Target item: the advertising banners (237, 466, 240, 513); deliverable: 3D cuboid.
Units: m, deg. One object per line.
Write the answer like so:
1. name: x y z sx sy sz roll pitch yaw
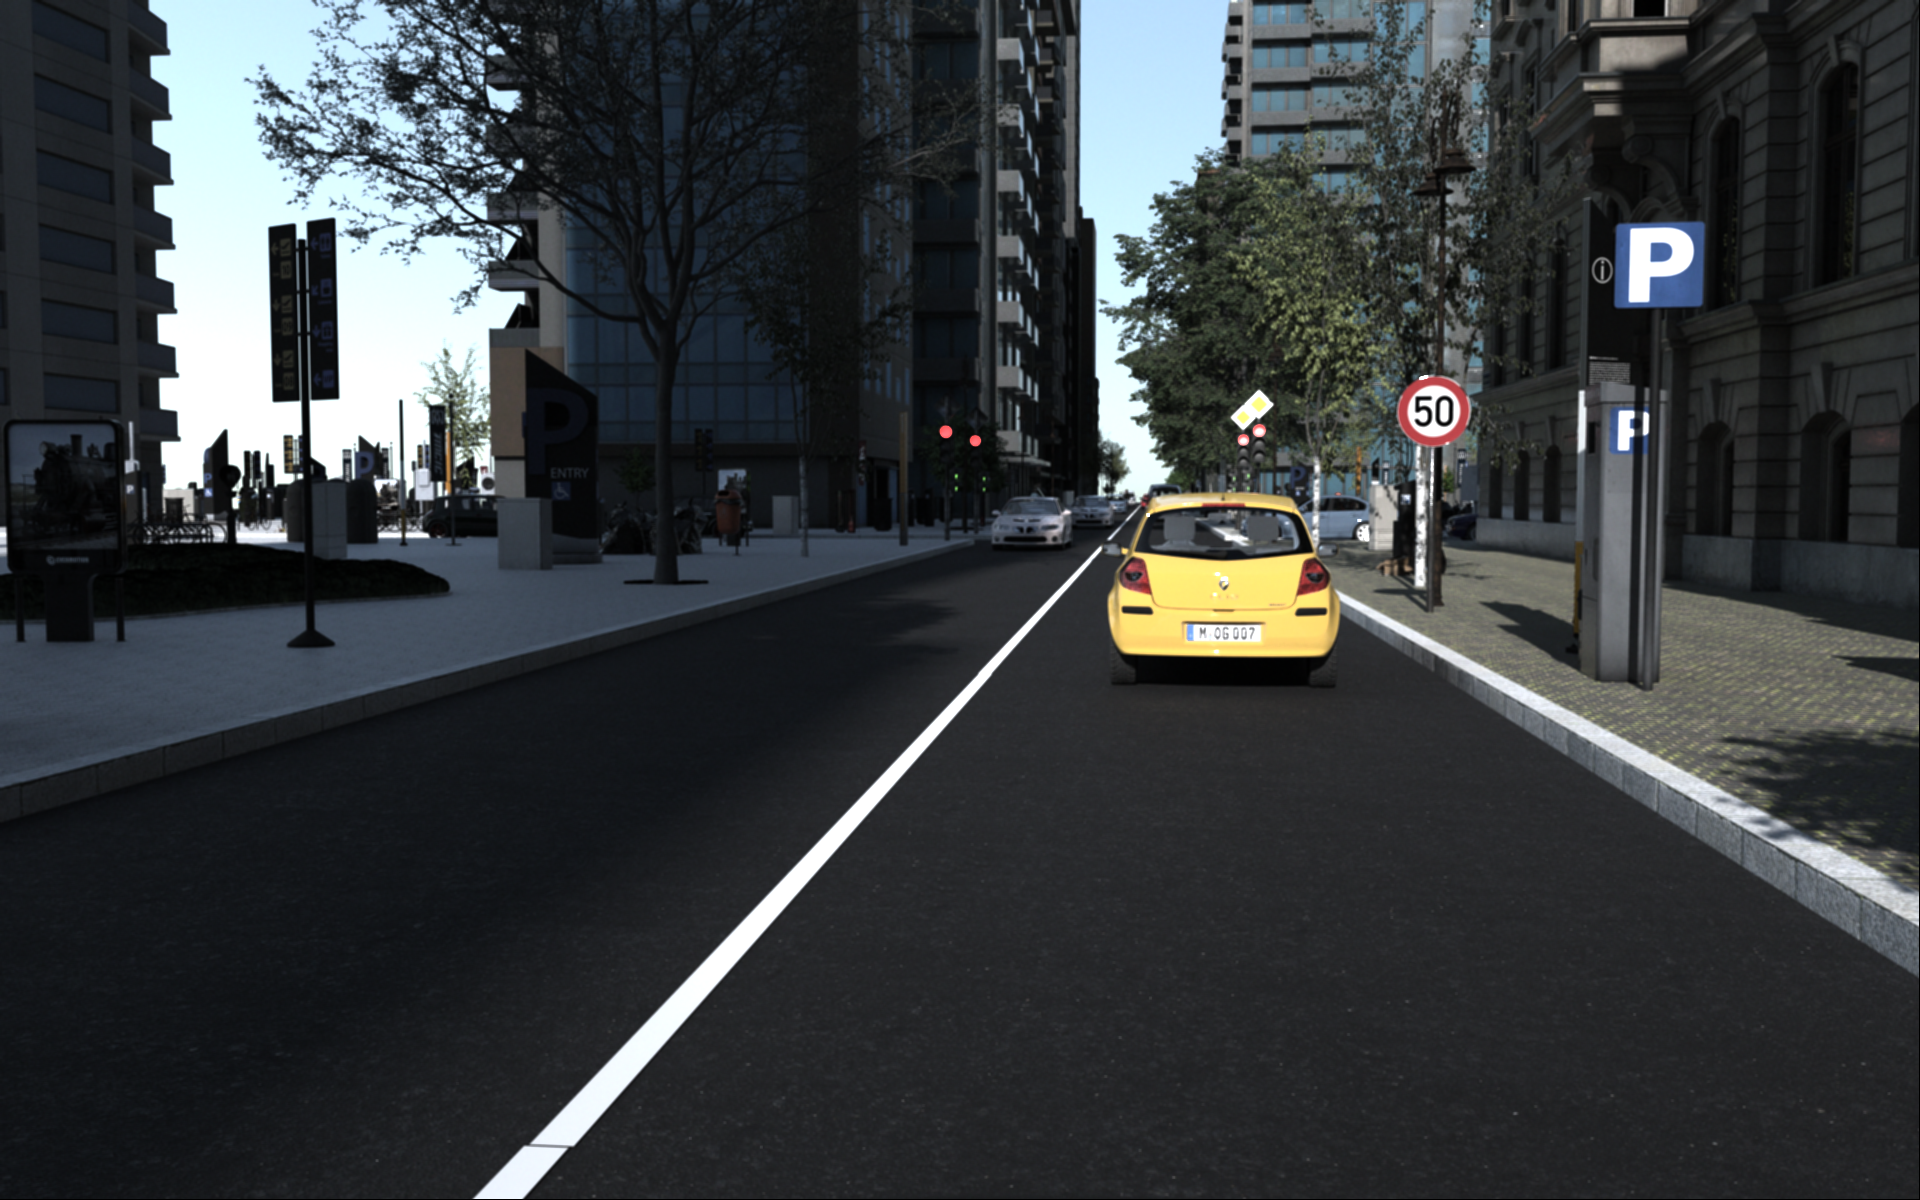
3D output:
1. advertising banners: -45.038 -6.855 108.264 0.090 3.025 2.074 -1 4 -15

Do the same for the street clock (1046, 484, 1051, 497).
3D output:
1. street clock: 6.321 -7.268 123.409 0.358 2.002 0.471 1 4 16

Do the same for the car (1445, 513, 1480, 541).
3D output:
1. car: 15.964 -2.267 49.640 3.894 1.354 1.945 1 4 8

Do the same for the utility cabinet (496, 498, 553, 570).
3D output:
1. utility cabinet: -7.414 -1.123 29.530 1.020 1.237 0.306 2 4 31

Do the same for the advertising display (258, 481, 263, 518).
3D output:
1. advertising display: -34.996 -4.982 86.674 0.123 1.923 0.974 -1 4 -19

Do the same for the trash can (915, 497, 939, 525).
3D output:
1. trash can: -1.526 -3.749 72.951 0.748 1.137 0.748 0 3 0

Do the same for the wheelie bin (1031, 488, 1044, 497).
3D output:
1. wheelie bin: 4.004 -4.982 89.370 0.693 1.594 0.980 0 4 8

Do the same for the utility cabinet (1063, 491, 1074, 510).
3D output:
1. utility cabinet: 7.621 -6.935 122.062 0.318 1.500 1.173 2 4 30

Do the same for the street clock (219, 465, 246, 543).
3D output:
1. street clock: -18.030 -2.340 42.823 0.471 2.002 0.358 0 4 -8

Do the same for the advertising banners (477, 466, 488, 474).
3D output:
1. advertising banners: -28.832 -6.815 107.617 2.074 3.025 0.090 1 4 9

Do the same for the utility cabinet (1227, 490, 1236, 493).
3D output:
1. utility cabinet: 14.268 -4.898 88.762 1.173 1.500 0.318 2 4 34

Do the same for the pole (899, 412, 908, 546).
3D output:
1. pole: -1.401 -3.009 43.044 0.158 3.312 0.155 0 3 0

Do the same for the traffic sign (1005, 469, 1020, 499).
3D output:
1. traffic sign: 2.113 -4.164 70.219 0.606 2.300 0.079 1 4 10

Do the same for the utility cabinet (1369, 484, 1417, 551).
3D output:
1. utility cabinet: 9.802 -1.851 38.942 1.173 1.500 0.318 -1 4 -15

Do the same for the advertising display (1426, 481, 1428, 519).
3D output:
1. advertising display: 23.797 -5.035 87.528 0.974 1.923 0.123 3 5 44

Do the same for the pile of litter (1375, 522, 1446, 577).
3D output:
1. pile of litter: 7.165 -0.839 27.680 1.719 0.858 1.176 -3 5 -45

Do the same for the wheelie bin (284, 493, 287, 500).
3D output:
1. wheelie bin: -28.096 -3.992 73.175 0.980 1.594 0.693 1 4 22

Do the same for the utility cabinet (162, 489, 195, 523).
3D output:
1. utility cabinet: -32.281 -3.847 71.578 1.173 1.500 0.318 -1 4 -15

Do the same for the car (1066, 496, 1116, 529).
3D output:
1. car: 5.521 -3.705 72.931 2.083 1.381 4.827 0 4 7

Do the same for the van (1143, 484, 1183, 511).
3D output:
1. van: 8.782 -4.091 73.907 2.013 2.044 4.112 1 4 8

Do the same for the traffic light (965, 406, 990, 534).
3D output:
1. traffic light: 0.541 -4.076 55.567 0.839 4.253 0.868 0 4 6

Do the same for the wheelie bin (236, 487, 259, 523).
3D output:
1. wheelie bin: -31.827 -4.257 77.503 0.693 1.594 0.980 3 4 38

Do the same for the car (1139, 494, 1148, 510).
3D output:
1. car: 17.635 -9.225 159.873 2.155 1.783 4.494 0 4 7

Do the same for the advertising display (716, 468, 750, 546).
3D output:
1. advertising display: -5.586 -2.293 42.706 0.974 1.923 0.123 2 4 32

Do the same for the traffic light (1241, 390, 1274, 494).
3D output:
1. traffic light: 8.028 -3.536 46.727 0.839 4.253 0.868 0 4 6

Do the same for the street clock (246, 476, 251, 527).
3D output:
1. street clock: -28.042 -3.885 68.087 0.358 2.002 0.471 -2 4 -31

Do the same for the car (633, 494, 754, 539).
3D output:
1. car: -8.483 -2.677 53.550 4.222 1.686 2.009 0 4 8

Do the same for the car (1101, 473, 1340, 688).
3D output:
1. car: 2.148 -0.251 14.320 2.015 1.641 3.980 0 4 8

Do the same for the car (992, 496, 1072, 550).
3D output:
1. car: 1.940 -2.039 45.698 2.083 1.381 4.827 0 4 8

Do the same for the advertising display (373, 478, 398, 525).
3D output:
1. advertising display: -23.732 -4.061 71.603 0.974 1.923 0.123 -2 4 -28

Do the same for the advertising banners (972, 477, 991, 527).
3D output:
1. advertising banners: 0.877 -4.401 68.145 0.090 3.025 2.074 -1 4 -20

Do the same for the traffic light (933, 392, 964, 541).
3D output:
1. traffic light: -0.334 -3.591 47.630 0.839 4.253 0.868 0 4 6

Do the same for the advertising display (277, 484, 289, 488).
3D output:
1. advertising display: -42.716 -6.386 109.622 0.974 1.923 0.123 0 4 -4

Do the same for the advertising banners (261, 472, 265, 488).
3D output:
1. advertising banners: -53.720 -8.454 134.415 2.074 3.025 0.090 3 5 42

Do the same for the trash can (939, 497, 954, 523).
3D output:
1. trash can: -0.634 -4.072 78.228 0.748 1.137 0.748 0 3 0

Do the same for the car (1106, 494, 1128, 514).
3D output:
1. car: 11.196 -6.943 125.526 2.014 1.417 4.499 0 4 8

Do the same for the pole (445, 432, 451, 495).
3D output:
1. pole: -16.808 -3.869 57.098 0.158 3.312 0.155 0 3 0

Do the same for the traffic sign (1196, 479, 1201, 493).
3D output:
1. traffic sign: 16.456 -7.121 118.552 0.606 2.300 0.079 0 4 7

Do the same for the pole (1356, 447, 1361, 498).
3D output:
1. pole: 17.128 -4.932 74.475 0.158 3.312 0.155 0 3 0

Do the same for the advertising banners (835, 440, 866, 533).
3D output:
1. advertising banners: -3.593 -3.722 57.048 0.090 3.025 2.074 -2 4 -32

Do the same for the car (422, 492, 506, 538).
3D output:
1. car: -14.145 -2.607 52.415 4.222 1.686 2.009 0 4 5

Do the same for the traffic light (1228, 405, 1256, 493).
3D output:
1. traffic light: 8.903 -4.021 54.664 0.839 4.253 0.868 0 4 6

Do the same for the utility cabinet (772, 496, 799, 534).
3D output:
1. utility cabinet: -5.595 -2.720 55.637 0.306 1.237 1.020 -3 5 -43

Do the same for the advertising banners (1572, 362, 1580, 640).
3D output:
1. advertising banners: 5.596 -1.189 15.623 0.090 3.025 2.074 1 4 20

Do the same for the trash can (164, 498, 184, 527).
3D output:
1. trash can: -29.793 -3.304 65.678 0.748 1.137 0.748 0 3 0

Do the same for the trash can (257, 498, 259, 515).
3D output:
1. trash can: -42.080 -5.638 103.829 0.748 1.137 0.748 0 3 0

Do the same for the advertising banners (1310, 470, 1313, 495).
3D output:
1. advertising banners: 25.295 -7.808 123.848 0.090 3.025 2.074 0 4 -3

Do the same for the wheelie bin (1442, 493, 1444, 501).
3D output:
1. wheelie bin: 28.467 -5.850 103.555 0.980 1.594 0.693 -2 4 -32

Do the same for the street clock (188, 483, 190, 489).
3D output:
1. street clock: -51.441 -6.801 115.759 0.358 2.002 0.471 -2 4 -26

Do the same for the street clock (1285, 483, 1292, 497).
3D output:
1. street clock: 21.507 -6.668 113.587 0.358 2.002 0.471 3 5 45

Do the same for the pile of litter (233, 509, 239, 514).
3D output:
1. pile of litter: -47.244 -6.079 113.358 1.176 0.858 1.719 0 4 1

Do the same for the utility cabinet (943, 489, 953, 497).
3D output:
1. utility cabinet: -0.559 -4.357 79.919 0.318 1.500 1.173 0 4 8

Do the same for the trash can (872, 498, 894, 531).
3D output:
1. trash can: -2.667 -2.956 59.989 0.748 1.137 0.748 0 3 0

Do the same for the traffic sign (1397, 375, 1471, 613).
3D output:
1. traffic sign: 5.092 -1.136 18.687 0.768 2.556 0.104 1 4 9

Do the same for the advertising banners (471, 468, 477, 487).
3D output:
1. advertising banners: -33.372 -7.346 116.294 2.074 3.025 0.090 -1 4 -12

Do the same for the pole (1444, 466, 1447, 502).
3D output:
1. pole: 34.765 -7.963 124.032 0.158 3.312 0.155 0 3 0

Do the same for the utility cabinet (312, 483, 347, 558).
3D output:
1. utility cabinet: -12.245 -1.525 33.605 0.318 1.500 1.173 0 4 -3

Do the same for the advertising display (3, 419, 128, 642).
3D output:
1. advertising display: -7.748 -0.600 15.027 0.974 1.923 0.123 0 4 -3

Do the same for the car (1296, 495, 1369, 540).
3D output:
1. car: 10.514 -2.369 50.741 4.499 1.417 2.014 0 4 7

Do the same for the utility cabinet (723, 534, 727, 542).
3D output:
1. utility cabinet: -6.289 -2.184 46.867 0.306 1.237 1.020 0 4 -8
